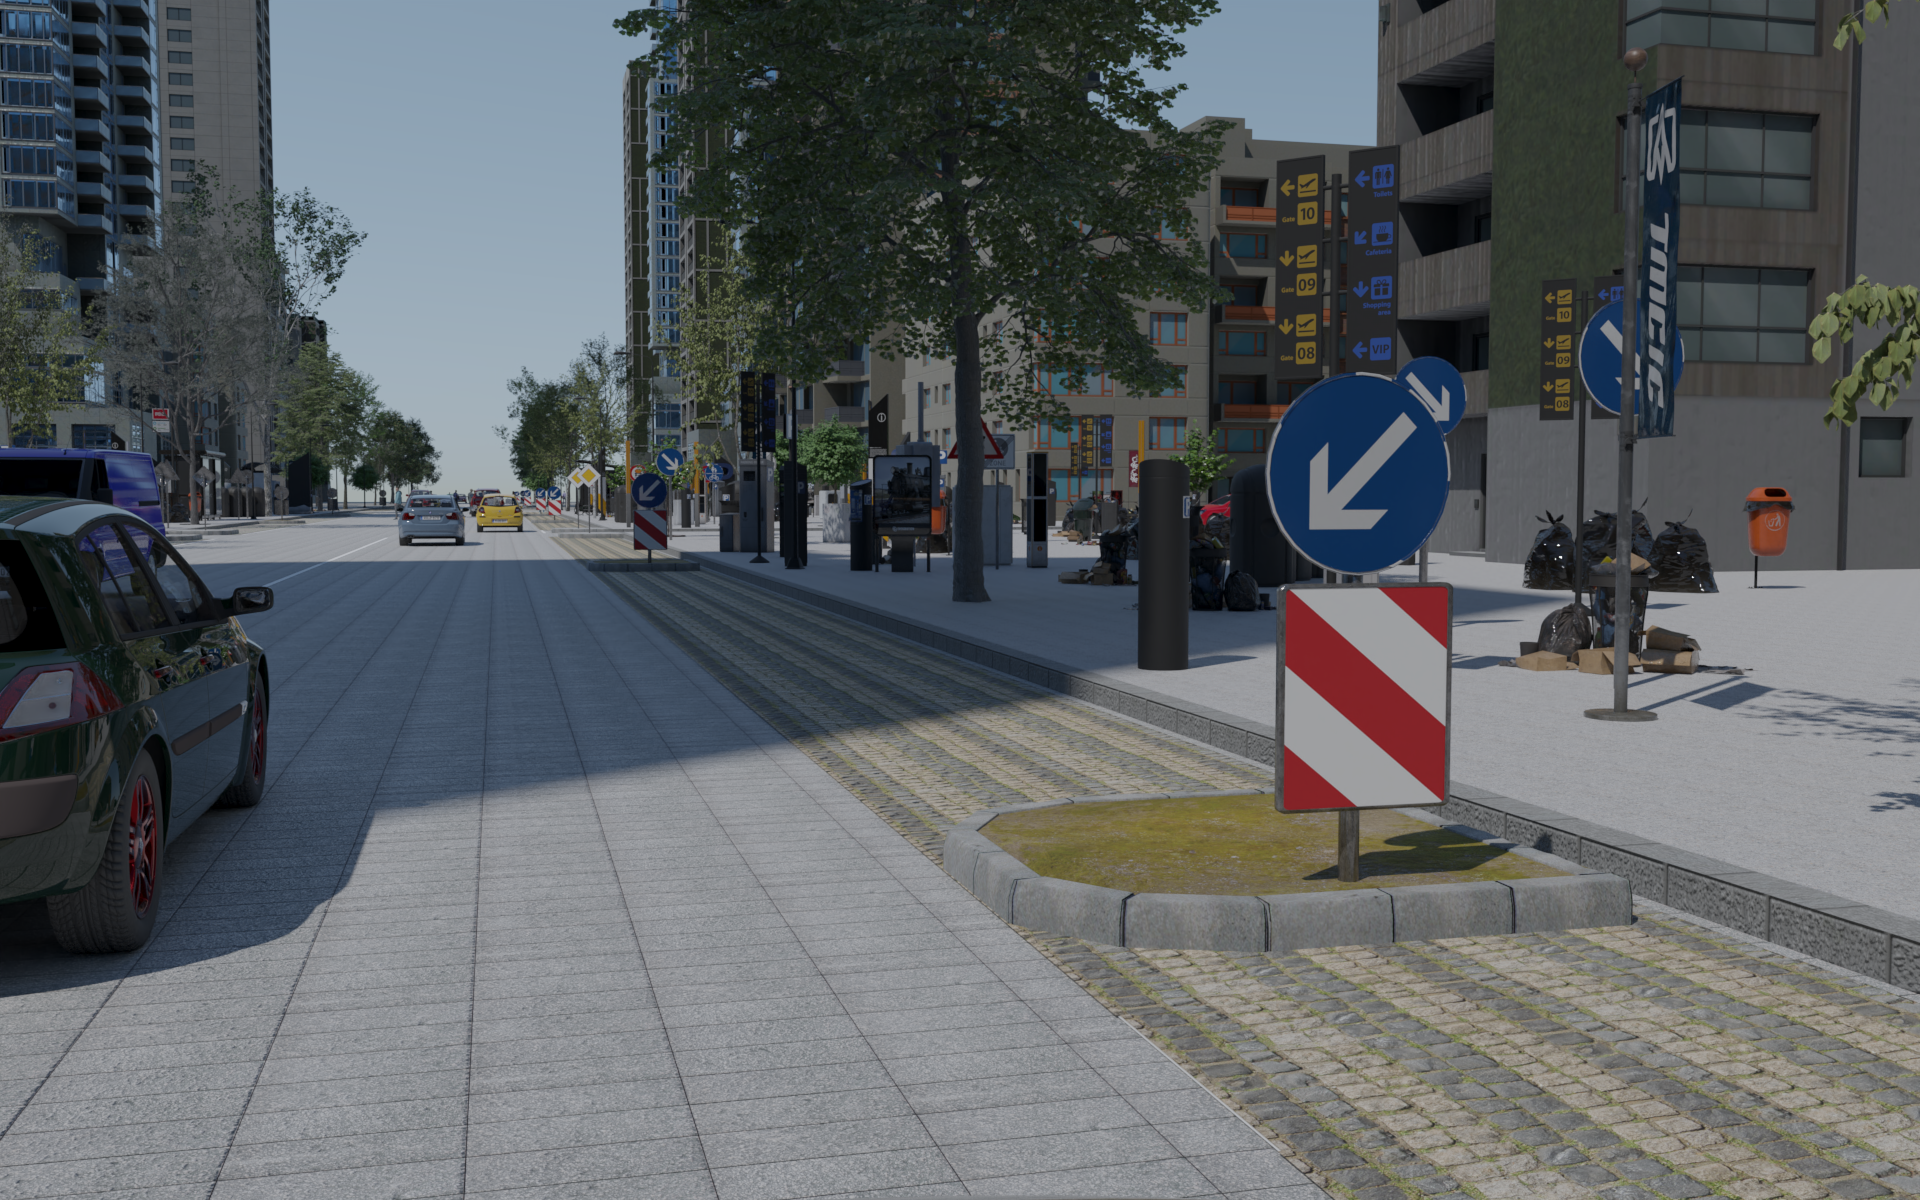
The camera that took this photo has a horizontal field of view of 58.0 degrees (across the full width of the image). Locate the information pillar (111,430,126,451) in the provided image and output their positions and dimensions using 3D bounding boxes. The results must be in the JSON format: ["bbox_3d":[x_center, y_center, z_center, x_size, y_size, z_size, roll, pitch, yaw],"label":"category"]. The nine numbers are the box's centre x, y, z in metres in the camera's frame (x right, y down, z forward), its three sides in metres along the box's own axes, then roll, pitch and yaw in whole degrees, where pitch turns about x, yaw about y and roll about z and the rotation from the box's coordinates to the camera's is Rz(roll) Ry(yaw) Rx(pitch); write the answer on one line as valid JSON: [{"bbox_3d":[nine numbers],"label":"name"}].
[{"bbox_3d":[-30.877,-4.418,63.581,0.504,3.616,0.183,0,4,-3],"label":"information pillar"}]

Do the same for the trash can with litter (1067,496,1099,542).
[{"bbox_3d":[3.292,-2.161,46.718,0.624,1.170,1.055,2,4,24],"label":"trash can with litter"}]

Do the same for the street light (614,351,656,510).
[{"bbox_3d":[-10.559,-5.138,56.547,1.470,5.913,1.316,-1,4,-15],"label":"street light"}]

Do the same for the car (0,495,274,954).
[{"bbox_3d":[-3.738,0.197,6.567,2.009,1.686,4.222,-1,4,-15],"label":"car"}]

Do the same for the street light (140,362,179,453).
[{"bbox_3d":[-28.095,-5.397,60.776,1.470,5.913,1.316,-1,4,-15],"label":"street light"}]

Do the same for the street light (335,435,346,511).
[{"bbox_3d":[-47.887,-9.913,134.619,1.470,5.913,1.316,-1,4,-15],"label":"street light"}]

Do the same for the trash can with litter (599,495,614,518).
[{"bbox_3d":[-18.590,-5.140,95.103,2.233,1.210,1.678,0,4,2],"label":"trash can with litter"}]

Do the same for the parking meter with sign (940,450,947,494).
[{"bbox_3d":[-0.805,-4.394,68.109,0.543,3.016,1.738,0,4,2],"label":"parking meter with sign"}]

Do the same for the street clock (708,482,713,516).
[{"bbox_3d":[-14.336,-5.861,100.392,0.471,2.002,0.358,1,4,11],"label":"street clock"}]

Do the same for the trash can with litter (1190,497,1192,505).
[{"bbox_3d":[9.614,-3.799,73.495,0.624,1.170,1.055,-2,4,-25],"label":"trash can with litter"}]

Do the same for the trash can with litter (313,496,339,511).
[{"bbox_3d":[-48.129,-7.341,131.079,2.233,1.210,1.678,0,4,-4],"label":"trash can with litter"}]

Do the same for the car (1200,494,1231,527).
[{"bbox_3d":[10.648,-3.513,66.481,4.494,1.783,2.155,-1,4,-16],"label":"car"}]

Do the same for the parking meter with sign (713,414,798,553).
[{"bbox_3d":[-4.466,-2.556,38.047,1.738,3.016,0.543,1,4,21],"label":"parking meter with sign"}]

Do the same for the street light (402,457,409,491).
[{"bbox_3d":[-69.584,-14.873,215.713,1.470,5.913,1.316,-1,4,-15],"label":"street light"}]

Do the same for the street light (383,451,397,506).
[{"bbox_3d":[-62.019,-13.182,188.064,1.470,5.913,1.316,-1,4,-15],"label":"street light"}]

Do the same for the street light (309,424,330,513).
[{"bbox_3d":[-42.713,-8.743,115.483,1.470,5.913,1.316,-1,4,-15],"label":"street light"}]

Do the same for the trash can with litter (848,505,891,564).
[{"bbox_3d":[-1.478,-1.250,31.819,1.055,1.170,0.624,-2,4,-34],"label":"trash can with litter"}]

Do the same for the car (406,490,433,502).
[{"bbox_3d":[-46.276,-8.552,148.502,2.281,1.827,5.304,-1,4,-13],"label":"car"}]

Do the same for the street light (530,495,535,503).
[{"bbox_3d":[-44.815,-12.951,184.290,1.470,5.913,1.316,-1,4,-15],"label":"street light"}]

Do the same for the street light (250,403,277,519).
[{"bbox_3d":[-35.479,-7.076,88.232,1.470,5.913,1.316,-1,4,-15],"label":"street light"}]

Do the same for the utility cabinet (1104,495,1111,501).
[{"bbox_3d":[6.489,-4.016,76.826,0.306,1.237,1.020,-2,4,-25],"label":"utility cabinet"}]

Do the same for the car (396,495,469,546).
[{"bbox_3d":[-15.001,-2.279,49.271,2.014,1.417,4.499,-1,4,-15],"label":"car"}]

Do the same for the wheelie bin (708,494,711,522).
[{"bbox_3d":[-11.813,-4.382,79.558,0.693,1.594,0.980,0,4,-1],"label":"wheelie bin"}]

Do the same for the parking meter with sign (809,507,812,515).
[{"bbox_3d":[-9.286,-6.614,104.401,1.738,3.016,0.543,-1,4,-11],"label":"parking meter with sign"}]

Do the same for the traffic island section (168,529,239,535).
[{"bbox_3d":[-26.713,-2.385,61.268,2.009,0.180,2.903,-1,4,-15],"label":"traffic island section"}]

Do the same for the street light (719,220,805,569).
[{"bbox_3d":[-3.346,-3.472,29.312,1.470,5.913,1.316,-1,4,-15],"label":"street light"}]

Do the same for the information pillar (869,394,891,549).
[{"bbox_3d":[-1.887,-3.007,40.525,0.504,3.616,0.183,1,4,17],"label":"information pillar"}]

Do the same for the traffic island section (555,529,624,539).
[{"bbox_3d":[-12.145,-2.116,56.878,2.009,0.180,2.903,-1,4,-15],"label":"traffic island section"}]

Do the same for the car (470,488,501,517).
[{"bbox_3d":[-30.210,-6.250,110.862,2.281,1.827,5.304,-1,4,-14],"label":"car"}]

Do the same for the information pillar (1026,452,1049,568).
[{"bbox_3d":[1.343,-1.566,30.091,0.304,2.012,0.304,-1,4,-16],"label":"information pillar"}]

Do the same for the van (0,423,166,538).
[{"bbox_3d":[-11.981,-1.125,22.781,2.240,2.365,5.245,-1,4,-14],"label":"van"}]

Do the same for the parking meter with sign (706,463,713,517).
[{"bbox_3d":[-13.545,-6.184,97.363,0.543,3.016,1.738,2,4,27],"label":"parking meter with sign"}]

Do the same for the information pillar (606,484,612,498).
[{"bbox_3d":[-24.399,-7.096,120.512,0.304,2.012,0.304,1,4,12],"label":"information pillar"}]

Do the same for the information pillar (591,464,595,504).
[{"bbox_3d":[-24.729,-7.687,117.041,0.504,3.616,0.183,-3,5,-44],"label":"information pillar"}]

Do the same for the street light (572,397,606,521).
[{"bbox_3d":[-17.777,-6.765,83.155,1.470,5.913,1.316,-1,4,-15],"label":"street light"}]

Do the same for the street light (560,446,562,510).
[{"bbox_3d":[-24.903,-8.399,109.862,1.470,5.913,1.316,-1,4,-15],"label":"street light"}]

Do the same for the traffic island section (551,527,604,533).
[{"bbox_3d":[-14.208,-2.588,64.593,2.009,0.180,2.903,-1,4,-15],"label":"traffic island section"}]

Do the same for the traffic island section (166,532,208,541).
[{"bbox_3d":[-24.651,-1.913,53.553,2.009,0.180,2.903,-1,4,-15],"label":"traffic island section"}]

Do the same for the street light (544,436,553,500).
[{"bbox_3d":[-32.181,-10.072,137.211,1.470,5.913,1.316,-1,4,-15],"label":"street light"}]

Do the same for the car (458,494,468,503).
[{"bbox_3d":[-77.452,-15.885,268.758,2.155,1.783,4.494,-1,4,-14],"label":"car"}]

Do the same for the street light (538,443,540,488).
[{"bbox_3d":[-37.669,-11.318,157.588,1.470,5.913,1.316,-1,4,-15],"label":"street light"}]

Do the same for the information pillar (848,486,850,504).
[{"bbox_3d":[-5.044,-5.340,78.661,0.183,3.616,0.504,0,4,-1],"label":"information pillar"}]

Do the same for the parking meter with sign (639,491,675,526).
[{"bbox_3d":[-12.265,-4.498,69.798,0.543,3.016,1.738,2,4,26],"label":"parking meter with sign"}]

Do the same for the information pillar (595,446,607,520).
[{"bbox_3d":[-17.494,-5.708,84.682,0.183,3.616,0.504,2,4,26],"label":"information pillar"}]

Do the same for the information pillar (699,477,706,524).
[{"bbox_3d":[-11.042,-4.262,74.175,0.304,2.012,0.304,0,4,-5],"label":"information pillar"}]

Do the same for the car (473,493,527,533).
[{"bbox_3d":[-17.542,-3.413,66.031,2.015,1.641,3.980,-1,4,-15],"label":"car"}]

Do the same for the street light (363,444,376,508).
[{"bbox_3d":[-54.941,-11.548,161.345,1.470,5.913,1.316,-1,4,-15],"label":"street light"}]

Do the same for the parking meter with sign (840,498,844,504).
[{"bbox_3d":[-6.143,-5.882,92.437,0.543,3.016,1.738,0,4,3],"label":"parking meter with sign"}]

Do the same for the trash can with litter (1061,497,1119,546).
[{"bbox_3d":[3.537,-1.983,43.480,1.678,1.210,2.233,-3,5,-44],"label":"trash can with litter"}]

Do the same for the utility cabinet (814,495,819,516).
[{"bbox_3d":[-8.179,-5.625,103.133,1.020,1.237,0.306,-2,4,-31],"label":"utility cabinet"}]

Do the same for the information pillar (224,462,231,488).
[{"bbox_3d":[-53.050,-8.204,125.482,0.504,3.616,0.183,1,4,13],"label":"information pillar"}]

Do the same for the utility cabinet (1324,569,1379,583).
[{"bbox_3d":[3.196,-0.182,14.145,0.306,1.237,1.020,0,4,3],"label":"utility cabinet"}]
